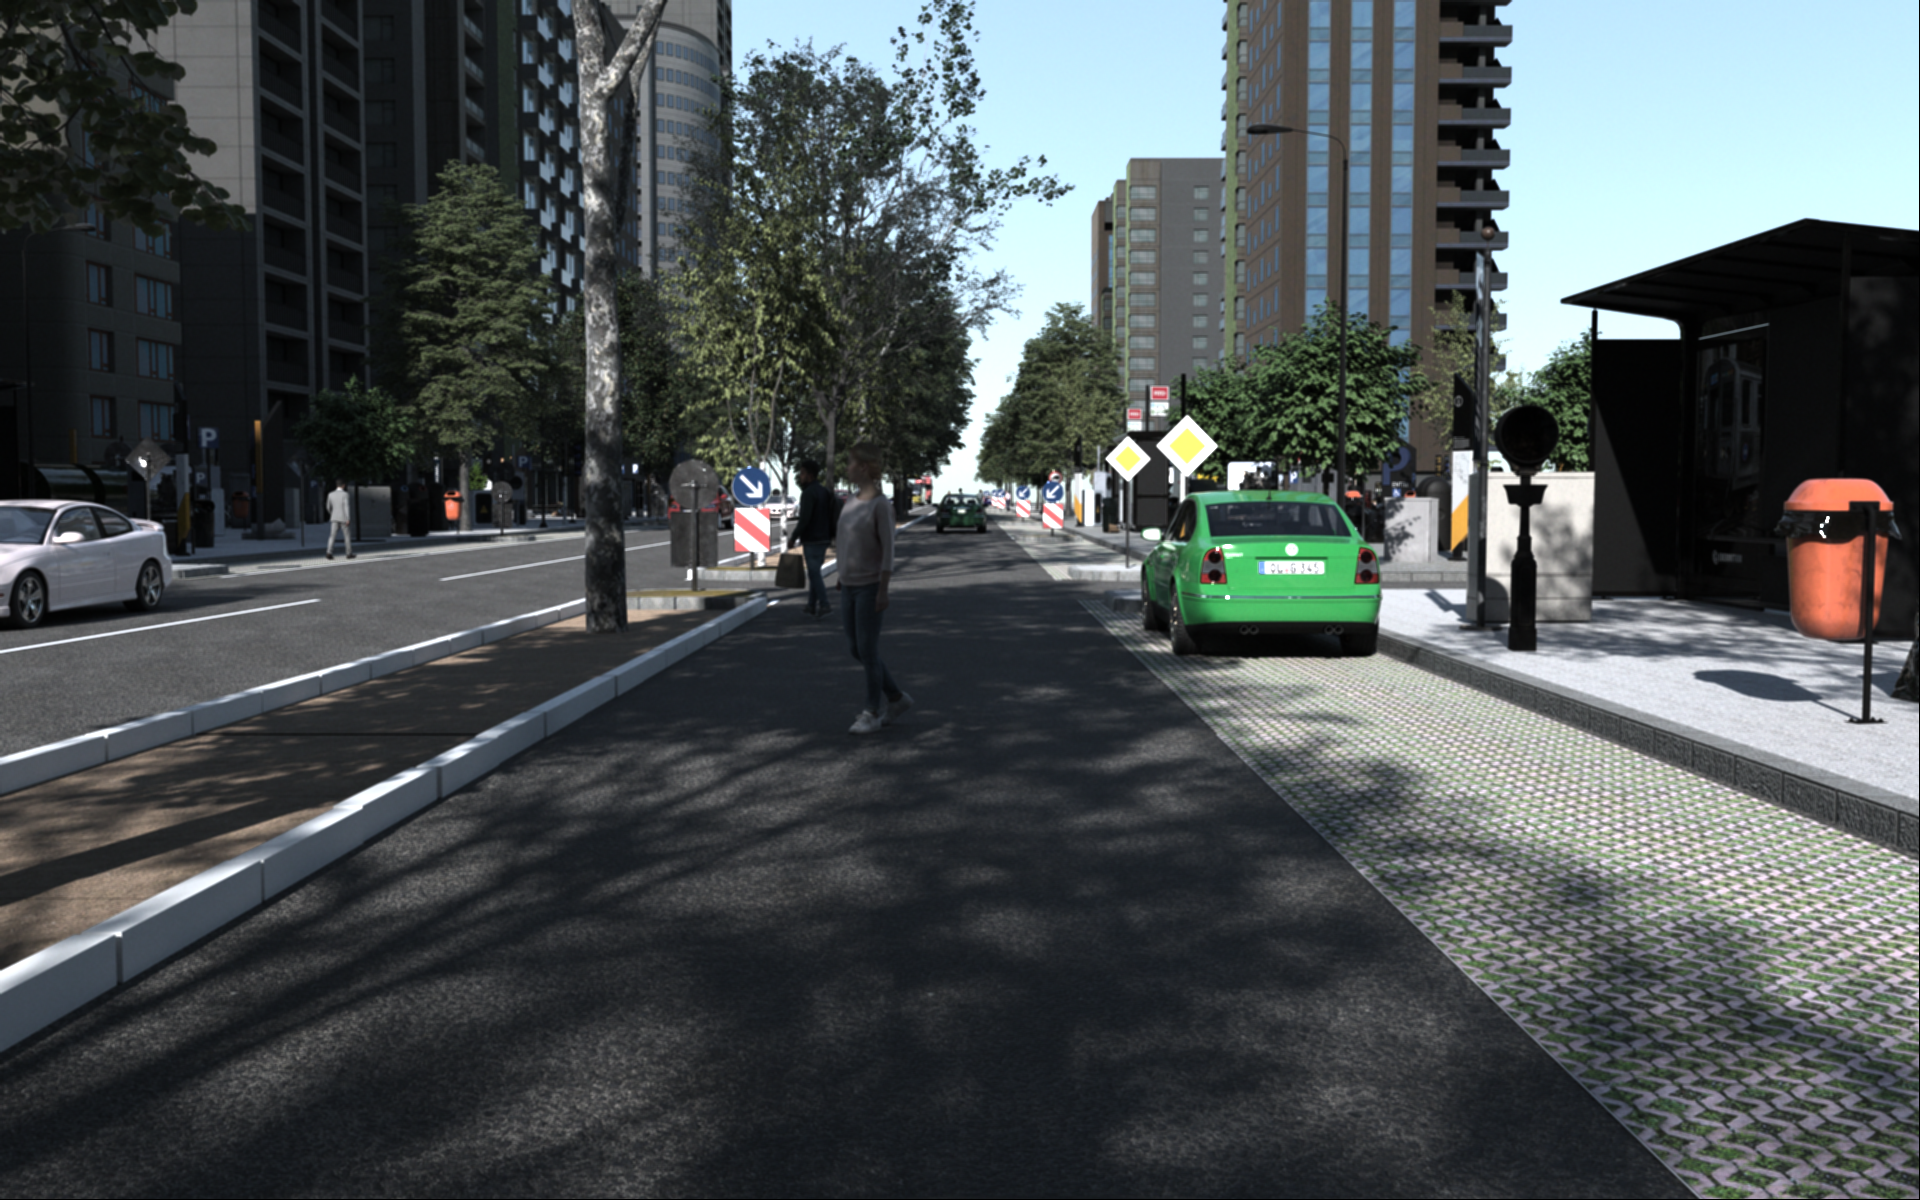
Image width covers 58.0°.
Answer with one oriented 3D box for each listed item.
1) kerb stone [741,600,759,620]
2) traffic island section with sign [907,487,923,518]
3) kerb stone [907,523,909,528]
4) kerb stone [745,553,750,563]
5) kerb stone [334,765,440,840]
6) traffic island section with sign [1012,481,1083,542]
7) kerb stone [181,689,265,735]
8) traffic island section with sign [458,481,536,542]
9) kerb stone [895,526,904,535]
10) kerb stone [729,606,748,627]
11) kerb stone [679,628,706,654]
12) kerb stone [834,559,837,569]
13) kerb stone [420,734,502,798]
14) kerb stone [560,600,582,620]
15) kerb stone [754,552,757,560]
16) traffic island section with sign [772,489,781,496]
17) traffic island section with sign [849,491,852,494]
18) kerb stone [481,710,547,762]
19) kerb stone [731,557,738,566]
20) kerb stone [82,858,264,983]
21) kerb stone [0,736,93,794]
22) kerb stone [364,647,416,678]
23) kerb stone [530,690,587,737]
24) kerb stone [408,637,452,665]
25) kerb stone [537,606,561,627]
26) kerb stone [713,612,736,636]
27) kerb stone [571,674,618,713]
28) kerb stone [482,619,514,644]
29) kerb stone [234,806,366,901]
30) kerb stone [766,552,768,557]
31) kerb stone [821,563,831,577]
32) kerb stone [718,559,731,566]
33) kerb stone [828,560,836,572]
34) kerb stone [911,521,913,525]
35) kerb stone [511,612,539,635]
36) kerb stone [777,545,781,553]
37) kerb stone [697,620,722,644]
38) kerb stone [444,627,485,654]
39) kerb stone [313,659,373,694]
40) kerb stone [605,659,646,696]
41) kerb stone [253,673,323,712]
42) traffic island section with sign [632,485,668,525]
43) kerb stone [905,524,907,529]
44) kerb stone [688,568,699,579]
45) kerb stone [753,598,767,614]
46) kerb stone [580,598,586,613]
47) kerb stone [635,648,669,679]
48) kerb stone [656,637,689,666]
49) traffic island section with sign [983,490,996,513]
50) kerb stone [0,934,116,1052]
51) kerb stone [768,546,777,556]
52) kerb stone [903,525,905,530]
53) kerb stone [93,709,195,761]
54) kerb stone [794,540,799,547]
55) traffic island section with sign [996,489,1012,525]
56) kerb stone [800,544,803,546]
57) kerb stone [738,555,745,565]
[{"bbox_3d":[-2.462,0.140,19.949,0.120,0.150,1.000,0,4,0],"label":"kerb stone"},{"bbox_3d":[-3.219,-5.913,104.813,2.006,1.907,1.989,0,4,0],"label":"traffic island section with sign"},{"bbox_3d":[-2.281,-2.966,70.751,0.120,0.150,1.000,0,4,0],"label":"kerb stone"},{"bbox_3d":[-4.499,-0.835,35.882,0.120,0.150,1.000,0,4,0],"label":"kerb stone"},{"bbox_3d":[-2.517,0.891,7.626,0.120,0.150,1.000,0,4,0],"label":"kerb stone"},{"bbox_3d":[2.677,-2.694,52.680,1.989,1.847,2.006,0,4,0],"label":"traffic island section with sign"},{"bbox_3d":[-4.599,0.700,10.757,0.120,0.150,1.000,0,4,0],"label":"kerb stone"},{"bbox_3d":[-13.997,-2.687,52.564,1.989,1.847,2.006,0,4,0],"label":"traffic island section with sign"},{"bbox_3d":[-2.298,-2.649,65.606,0.120,0.150,1.000,0,4,0],"label":"kerb stone"},{"bbox_3d":[-2.466,0.201,18.916,0.120,0.150,1.000,0,4,0],"label":"kerb stone"},{"bbox_3d":[-2.478,0.392,15.833,0.120,0.150,1.000,0,4,0],"label":"kerb stone"},{"bbox_3d":[-2.411,-0.649,32.820,0.120,0.150,1.000,0,4,0],"label":"kerb stone"},{"bbox_3d":[-2.499,0.829,8.659,0.120,0.150,1.000,0,4,0],"label":"kerb stone"},{"bbox_3d":[-4.556,0.139,19.969,0.120,0.150,1.000,0,4,0],"label":"kerb stone"},{"bbox_3d":[-4.497,-0.900,36.904,0.120,0.150,1.000,0,4,0],"label":"kerb stone"},{"bbox_3d":[-13.712,-7.391,129.470,1.989,1.847,2.006,0,4,0],"label":"traffic island section with sign"},{"bbox_3d":[-13.426,-12.422,211.723,1.989,1.847,2.006,0,4,0],"label":"traffic island section with sign"},{"bbox_3d":[-2.507,0.766,9.686,0.120,0.150,1.000,0,4,0],"label":"kerb stone"},{"bbox_3d":[-4.516,-0.712,33.836,0.120,0.150,1.000,0,4,0],"label":"kerb stone"},{"bbox_3d":[-2.511,1.017,5.572,0.120,0.150,1.000,0,4,0],"label":"kerb stone"},{"bbox_3d":[-4.605,0.825,8.704,0.120,0.150,1.000,0,4,0],"label":"kerb stone"},{"bbox_3d":[-4.586,0.512,13.824,0.120,0.150,1.000,0,4,0],"label":"kerb stone"},{"bbox_3d":[-2.495,0.702,10.711,0.120,0.150,1.000,0,4,0],"label":"kerb stone"},{"bbox_3d":[-4.585,0.451,14.846,0.120,0.150,1.000,0,4,0],"label":"kerb stone"},{"bbox_3d":[-4.568,0.204,18.946,0.120,0.150,1.000,0,4,0],"label":"kerb stone"},{"bbox_3d":[-2.463,0.263,17.894,0.120,0.150,1.000,0,4,0],"label":"kerb stone"},{"bbox_3d":[-2.498,0.644,11.733,0.120,0.150,1.000,0,4,0],"label":"kerb stone"},{"bbox_3d":[-4.569,0.324,16.901,0.120,0.150,1.000,0,4,0],"label":"kerb stone"},{"bbox_3d":[-2.509,0.959,6.600,0.120,0.150,1.000,0,4,0],"label":"kerb stone"},{"bbox_3d":[-4.499,-1.023,38.948,0.120,0.150,1.000,0,4,0],"label":"kerb stone"},{"bbox_3d":[-2.428,-0.525,30.772,0.120,0.150,1.000,0,4,0],"label":"kerb stone"},{"bbox_3d":[-4.519,-0.647,32.813,0.120,0.150,1.000,0,4,0],"label":"kerb stone"},{"bbox_3d":[-2.418,-0.587,31.794,0.120,0.150,1.000,0,4,0],"label":"kerb stone"},{"bbox_3d":[-2.255,-3.283,75.876,0.120,0.150,1.000,0,4,0],"label":"kerb stone"},{"bbox_3d":[-4.571,0.261,17.923,0.120,0.150,1.000,0,4,0],"label":"kerb stone"},{"bbox_3d":[-4.479,-1.212,42.014,0.120,0.150,1.000,0,4,0],"label":"kerb stone"},{"bbox_3d":[-2.474,0.330,16.868,0.120,0.150,1.000,0,4,0],"label":"kerb stone"},{"bbox_3d":[-4.582,0.387,15.875,0.120,0.150,1.000,0,4,0],"label":"kerb stone"},{"bbox_3d":[-4.592,0.576,12.802,0.120,0.150,1.000,0,4,0],"label":"kerb stone"},{"bbox_3d":[-2.482,0.579,12.755,0.120,0.150,1.000,0,4,0],"label":"kerb stone"},{"bbox_3d":[-4.600,0.637,11.780,0.120,0.150,1.000,0,4,0],"label":"kerb stone"},{"bbox_3d":[-13.909,-4.336,79.519,1.989,1.847,2.006,0,4,0],"label":"traffic island section with sign"},{"bbox_3d":[-2.279,-2.844,68.696,0.120,0.150,1.000,0,4,0],"label":"kerb stone"},{"bbox_3d":[-4.529,-0.460,29.727,0.120,0.150,1.000,0,4,0],"label":"kerb stone"},{"bbox_3d":[-2.460,0.075,20.986,0.120,0.150,1.000,0,4,0],"label":"kerb stone"},{"bbox_3d":[-4.559,0.074,20.991,0.120,0.150,1.000,0,4,0],"label":"kerb stone"},{"bbox_3d":[-2.485,0.519,13.782,0.120,0.150,1.000,0,4,0],"label":"kerb stone"},{"bbox_3d":[-2.481,0.452,14.804,0.120,0.150,1.000,0,4,0],"label":"kerb stone"},{"bbox_3d":[2.948,-7.419,129.930,1.989,1.847,2.006,0,4,0],"label":"traffic island section with sign"},{"bbox_3d":[-2.521,1.079,4.549,0.120,0.150,1.000,0,4,0],"label":"kerb stone"},{"bbox_3d":[-4.497,-1.150,40.992,0.120,0.150,1.000,0,4,0],"label":"kerb stone"},{"bbox_3d":[-2.289,-2.716,66.640,0.120,0.150,1.000,0,4,0],"label":"kerb stone"},{"bbox_3d":[-4.602,0.762,9.735,0.120,0.150,1.000,0,4,0],"label":"kerb stone"},{"bbox_3d":[-4.470,-1.463,46.116,0.120,0.150,1.000,0,4,0],"label":"kerb stone"},{"bbox_3d":[2.782,-4.356,79.847,1.989,1.847,2.006,0,4,0],"label":"traffic island section with sign"},{"bbox_3d":[-4.459,-1.589,48.176,0.120,0.150,1.000,0,4,0],"label":"kerb stone"},{"bbox_3d":[-4.506,-0.771,34.858,0.120,0.150,1.000,0,4,0],"label":"kerb stone"}]
